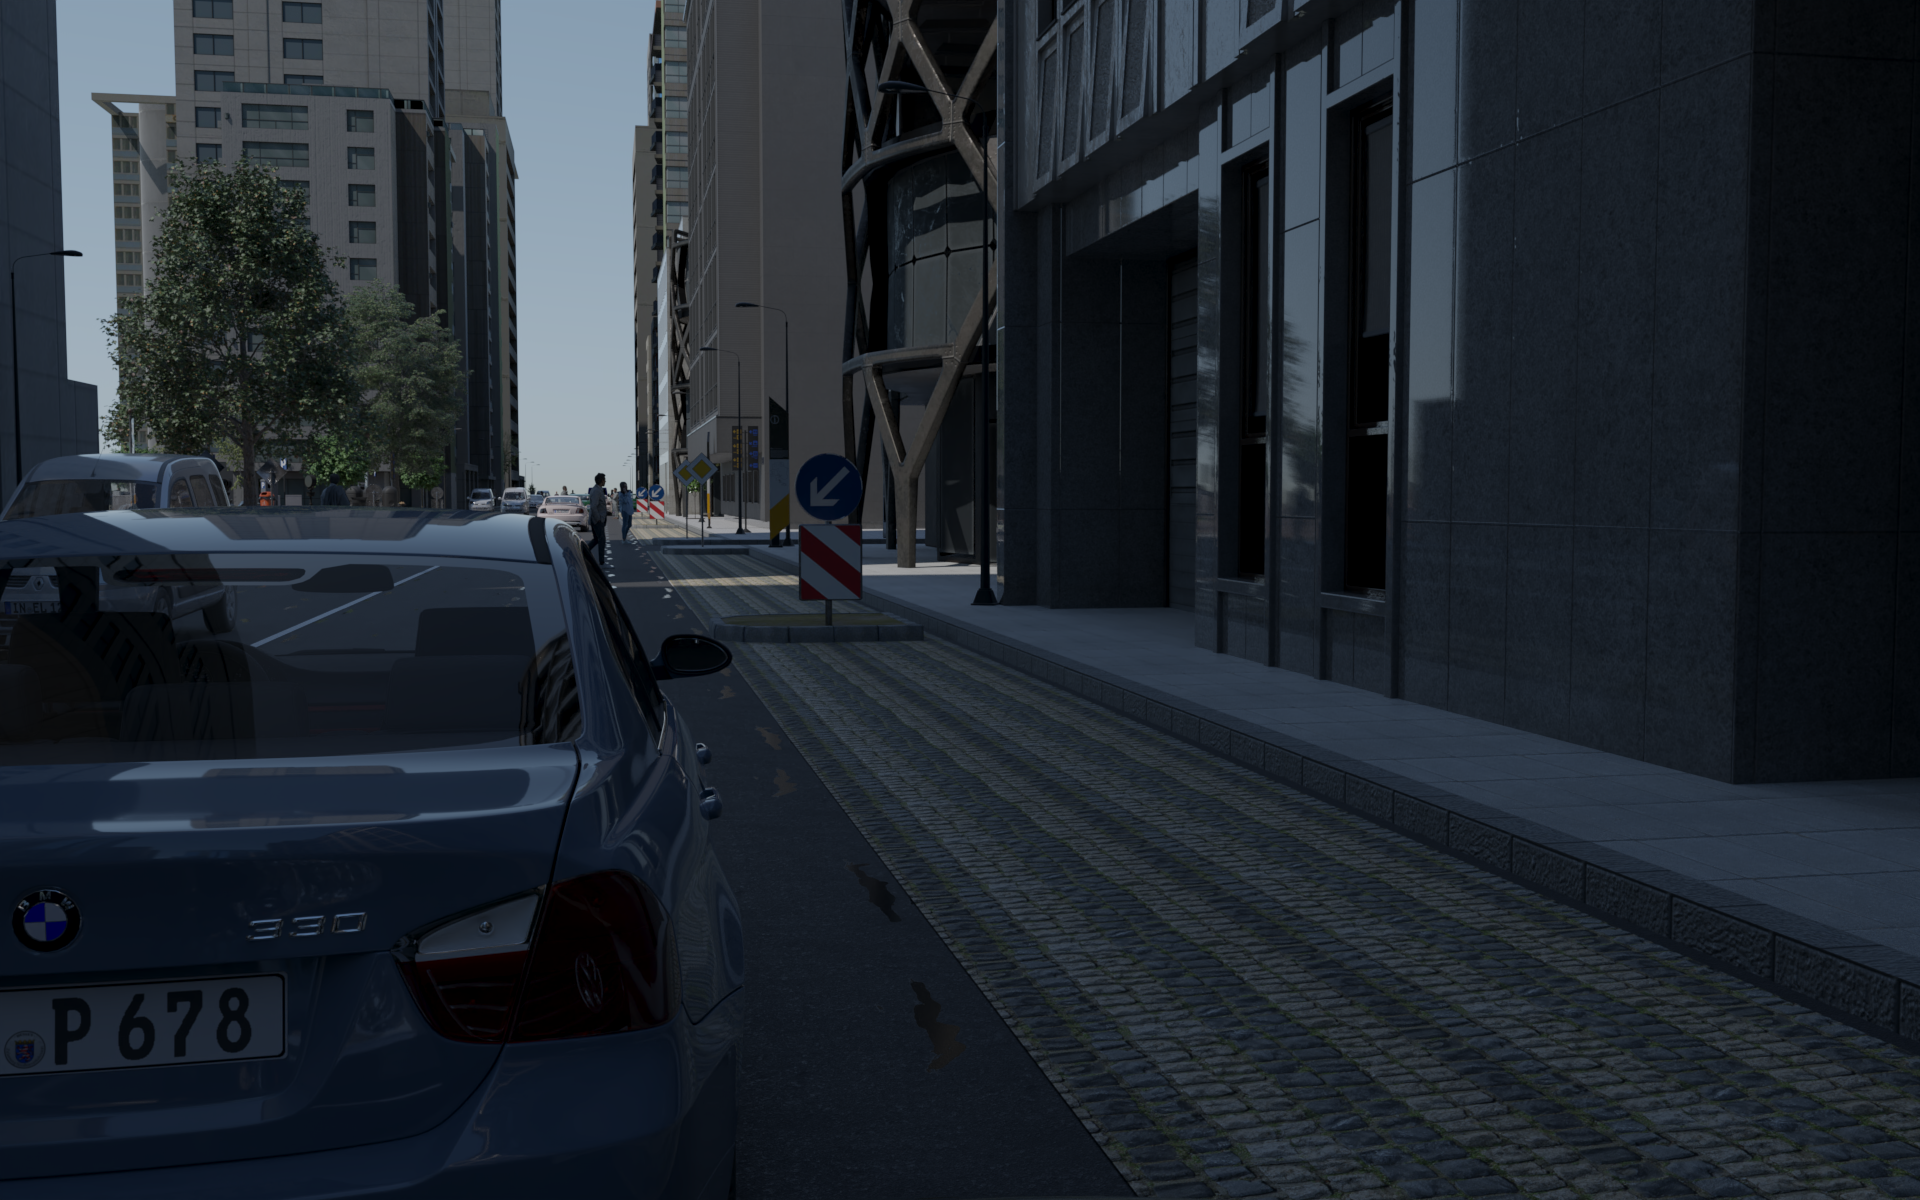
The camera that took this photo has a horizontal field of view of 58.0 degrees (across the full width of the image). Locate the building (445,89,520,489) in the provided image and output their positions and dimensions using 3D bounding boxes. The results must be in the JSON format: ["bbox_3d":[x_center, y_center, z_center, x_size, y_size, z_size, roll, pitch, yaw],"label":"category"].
[{"bbox_3d":[-65.288,-35.879,210.316,21.300,48.544,21.600,-1,4,-12],"label":"building"}]

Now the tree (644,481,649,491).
[{"bbox_3d":[-36.852,-12.991,207.007,1.663,3.219,1.824,0,3,0],"label":"tree"}]

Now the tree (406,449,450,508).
[{"bbox_3d":[-35.548,-8.012,114.709,4.285,4.588,4.351,0,3,0],"label":"tree"}]

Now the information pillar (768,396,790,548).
[{"bbox_3d":[-4.340,-3.065,41.467,0.504,3.616,0.183,0,4,-1],"label":"information pillar"}]

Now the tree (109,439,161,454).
[{"bbox_3d":[-48.869,-7.273,102.623,4.285,4.588,4.351,0,3,0],"label":"tree"}]

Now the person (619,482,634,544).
[{"bbox_3d":[-9.652,-2.521,49.978,0.793,1.790,0.793,-1,4,-16],"label":"person"}]

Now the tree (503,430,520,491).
[{"bbox_3d":[-51.913,-15.040,196.258,4.360,8.622,3.978,0,3,0],"label":"tree"}]

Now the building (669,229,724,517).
[{"bbox_3d":[-8.308,-14.242,100.316,16.820,18.784,16.811,-1,4,-12],"label":"building"}]

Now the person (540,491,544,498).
[{"bbox_3d":[-38.244,-9.098,157.971,0.721,1.743,1.217,-3,5,-42],"label":"person"}]

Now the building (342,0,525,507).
[{"bbox_3d":[-69.213,-48.480,230.904,20.563,71.187,20.611,-1,4,-12],"label":"building"}]

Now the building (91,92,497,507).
[{"bbox_3d":[-61.157,-28.861,163.755,32.217,40.220,23.993,-1,4,-12],"label":"building"}]

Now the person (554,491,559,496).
[{"bbox_3d":[-48.272,-12.123,207.258,0.990,1.755,0.434,1,4,21],"label":"person"}]

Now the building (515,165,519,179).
[{"bbox_3d":[-79.642,-40.648,253.836,28.713,52.752,27.495,-1,4,-12],"label":"building"}]

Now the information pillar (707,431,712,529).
[{"bbox_3d":[-9.346,-4.469,64.427,0.183,3.616,0.504,0,4,-4],"label":"information pillar"}]

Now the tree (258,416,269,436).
[{"bbox_3d":[-48.314,-10.159,116.468,4.737,8.622,4.395,0,3,0],"label":"tree"}]

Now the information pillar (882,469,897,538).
[{"bbox_3d":[-2.048,-2.807,50.385,0.304,2.012,0.304,2,4,28],"label":"information pillar"}]

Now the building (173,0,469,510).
[{"bbox_3d":[-50.777,-43.006,141.400,20.563,71.187,20.611,-1,4,-12],"label":"building"}]

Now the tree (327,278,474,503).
[{"bbox_3d":[-33.229,-11.931,101.724,9.857,13.997,8.962,0,3,0],"label":"tree"}]

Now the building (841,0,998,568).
[{"bbox_3d":[5.881,-10.250,35.045,16.820,18.784,16.811,-1,4,-12],"label":"building"}]

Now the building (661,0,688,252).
[{"bbox_3d":[-15.985,-27.588,134.662,14.154,41.232,14.086,-1,4,-12],"label":"building"}]

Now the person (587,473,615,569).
[{"bbox_3d":[-7.045,-1.525,33.286,0.795,1.843,0.661,-1,4,-9],"label":"person"}]

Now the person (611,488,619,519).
[{"bbox_3d":[-19.987,-5.598,100.209,0.466,1.800,0.511,-3,5,-40],"label":"person"}]

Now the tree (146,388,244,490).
[{"bbox_3d":[-41.370,-8.663,91.997,4.737,8.622,4.395,0,3,0],"label":"tree"}]

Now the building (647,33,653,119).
[{"bbox_3d":[-40.135,-50.896,270.400,20.563,71.187,20.611,-1,4,-12],"label":"building"}]

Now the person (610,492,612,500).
[{"bbox_3d":[-35.681,-10.303,177.629,0.621,1.740,0.551,1,4,13],"label":"person"}]

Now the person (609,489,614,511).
[{"bbox_3d":[-28.721,-8.226,142.981,0.705,1.826,1.348,-2,4,-28],"label":"person"}]

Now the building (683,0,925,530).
[{"bbox_3d":[-4.070,-17.180,74.408,14.314,27.812,24.014,-1,4,-12],"label":"building"}]

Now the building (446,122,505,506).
[{"bbox_3d":[-56.477,-30.638,184.521,14.154,41.232,14.086,-1,4,-12],"label":"building"}]

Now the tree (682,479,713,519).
[{"bbox_3d":[-13.590,-5.767,88.889,1.663,3.219,1.824,0,3,0],"label":"tree"}]

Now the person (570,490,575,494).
[{"bbox_3d":[-34.653,-8.959,154.997,1.348,1.821,0.705,0,4,0],"label":"person"}]

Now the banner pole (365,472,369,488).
[{"bbox_3d":[-37.183,-7.254,108.612,0.401,3.779,0.863,-3,5,-39],"label":"banner pole"}]

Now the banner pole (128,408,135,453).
[{"bbox_3d":[-24.123,-3.701,50.535,0.401,3.779,0.863,-2,4,-32],"label":"banner pole"}]

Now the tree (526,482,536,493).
[{"bbox_3d":[-68.628,-17.279,277.109,1.663,3.219,1.824,0,3,0],"label":"tree"}]

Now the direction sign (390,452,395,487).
[{"bbox_3d":[-30.463,-6.180,93.041,0.379,3.537,0.876,0,4,-7],"label":"direction sign"}]

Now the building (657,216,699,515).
[{"bbox_3d":[-14.673,-15.986,116.118,10.420,20.320,16.860,-1,4,-12],"label":"building"}]

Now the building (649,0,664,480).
[{"bbox_3d":[-16.480,-30.686,156.338,22.147,44.769,28.867,-1,4,-12],"label":"building"}]

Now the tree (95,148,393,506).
[{"bbox_3d":[-23.931,-8.611,57.802,9.611,12.733,9.660,0,3,0],"label":"tree"}]

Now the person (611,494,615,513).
[{"bbox_3d":[-26.360,-7.367,132.166,0.599,1.433,0.991,1,4,14],"label":"person"}]

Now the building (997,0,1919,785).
[{"bbox_3d":[8.313,-11.799,10.938,12.078,24.808,19.932,-1,4,-12],"label":"building"}]

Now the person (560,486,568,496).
[{"bbox_3d":[-17.643,-4.214,77.505,0.767,1.812,0.694,-2,4,-24],"label":"person"}]

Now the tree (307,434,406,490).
[{"bbox_3d":[-28.923,-5.924,80.569,4.285,4.588,4.351,0,3,0],"label":"tree"}]

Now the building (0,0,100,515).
[{"bbox_3d":[-27.425,-35.883,24.944,20.611,71.187,20.563,-1,4,-12],"label":"building"}]

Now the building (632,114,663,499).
[{"bbox_3d":[-30.254,-36.427,219.286,21.300,48.544,21.600,-1,4,-12],"label":"building"}]

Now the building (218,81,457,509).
[{"bbox_3d":[-44.715,-21.668,125.981,14.160,30.474,14.107,-1,4,-12],"label":"building"}]

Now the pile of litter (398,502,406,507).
[{"bbox_3d":[-31.559,-5.101,97.364,1.719,0.858,1.176,2,4,30],"label":"pile of litter"}]

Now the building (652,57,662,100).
[{"bbox_3d":[-34.158,-57.015,244.863,22.319,86.520,31.000,-1,4,-12],"label":"building"}]

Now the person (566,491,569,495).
[{"bbox_3d":[-36.102,-9.116,158.351,0.742,1.727,0.445,0,4,2],"label":"person"}]

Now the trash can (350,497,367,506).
[{"bbox_3d":[-26.944,-4.039,77.690,0.748,1.137,0.748,0,3,0],"label":"trash can"}]

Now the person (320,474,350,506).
[{"bbox_3d":[-12.140,-1.535,33.694,0.679,1.850,0.850,1,4,17],"label":"person"}]

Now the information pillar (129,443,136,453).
[{"bbox_3d":[-37.095,-5.283,77.726,0.504,3.616,0.183,3,5,41],"label":"information pillar"}]

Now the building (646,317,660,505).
[{"bbox_3d":[-19.213,-20.849,185.919,27.650,21.520,28.899,-1,4,-12],"label":"building"}]
